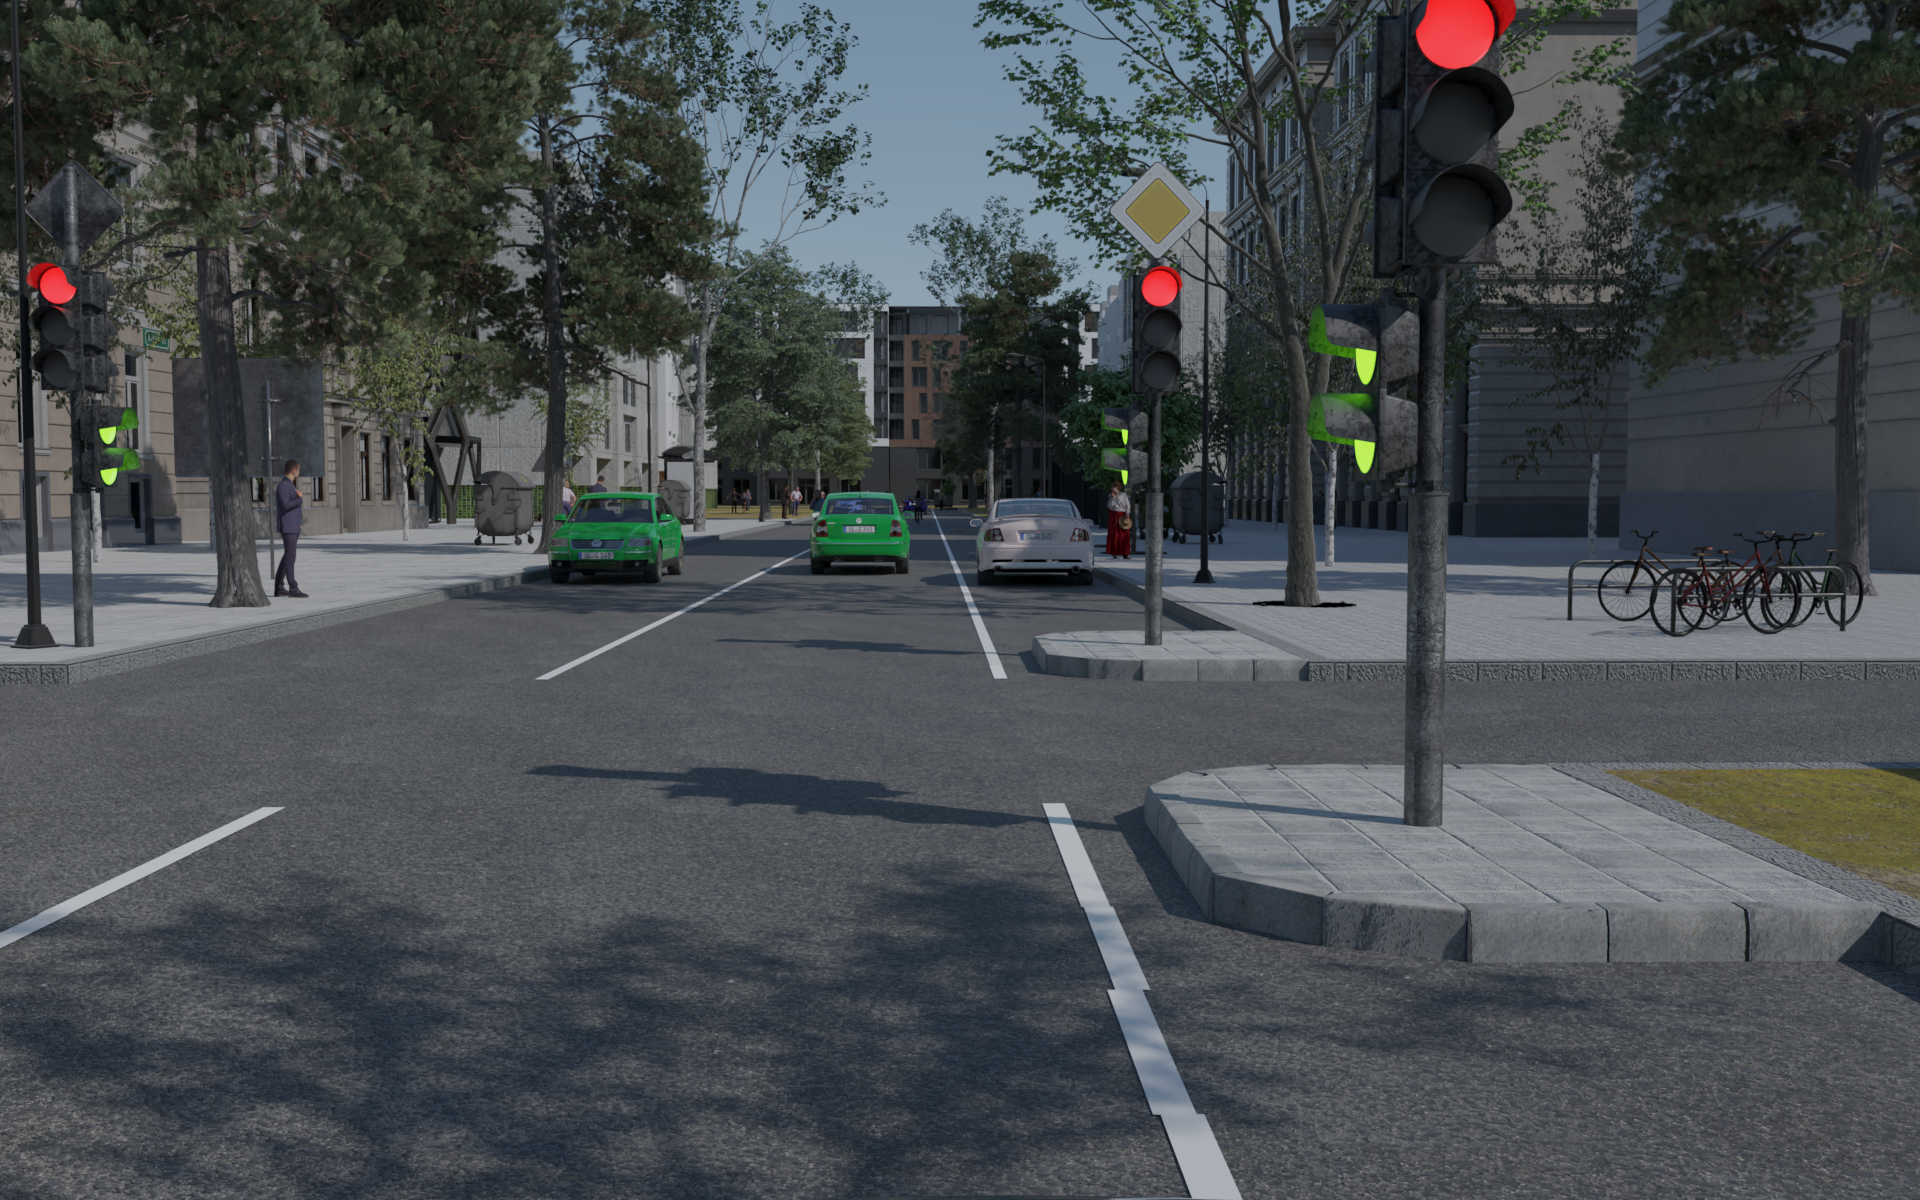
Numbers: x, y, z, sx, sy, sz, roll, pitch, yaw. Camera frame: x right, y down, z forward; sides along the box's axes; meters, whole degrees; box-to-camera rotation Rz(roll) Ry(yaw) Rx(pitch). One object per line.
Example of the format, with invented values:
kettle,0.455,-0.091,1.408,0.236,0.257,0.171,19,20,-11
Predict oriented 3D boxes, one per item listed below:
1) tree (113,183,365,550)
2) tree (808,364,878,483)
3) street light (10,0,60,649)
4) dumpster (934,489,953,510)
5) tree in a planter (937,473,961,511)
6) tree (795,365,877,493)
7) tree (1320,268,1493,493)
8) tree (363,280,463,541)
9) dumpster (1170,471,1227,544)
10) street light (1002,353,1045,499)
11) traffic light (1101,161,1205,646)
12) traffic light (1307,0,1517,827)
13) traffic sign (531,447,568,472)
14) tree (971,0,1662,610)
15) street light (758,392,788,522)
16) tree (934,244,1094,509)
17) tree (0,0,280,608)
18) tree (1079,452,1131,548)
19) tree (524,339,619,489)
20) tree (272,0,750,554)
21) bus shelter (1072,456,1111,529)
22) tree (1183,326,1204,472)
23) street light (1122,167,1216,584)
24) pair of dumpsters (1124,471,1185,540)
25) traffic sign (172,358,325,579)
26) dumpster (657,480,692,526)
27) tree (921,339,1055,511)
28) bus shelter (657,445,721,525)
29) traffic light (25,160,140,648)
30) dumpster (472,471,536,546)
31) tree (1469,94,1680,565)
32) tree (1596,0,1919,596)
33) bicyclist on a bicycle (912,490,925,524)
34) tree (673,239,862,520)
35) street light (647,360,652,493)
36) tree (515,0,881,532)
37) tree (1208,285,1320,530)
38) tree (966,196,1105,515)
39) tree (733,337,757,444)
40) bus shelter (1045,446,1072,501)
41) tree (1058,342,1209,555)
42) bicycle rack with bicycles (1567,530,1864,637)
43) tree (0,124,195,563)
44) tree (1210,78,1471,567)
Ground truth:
tree,-16.841,-5.446,39.402,4.737,8.622,4.395,0,3,0
tree,-11.400,-15.447,159.977,7.806,13.903,7.818,0,3,0
street light,-7.194,-2.555,14.312,1.470,5.913,1.316,0,4,-1
dumpster,-1.509,-9.254,159.521,1.865,1.857,1.264,0,4,-2
tree in a planter,-0.889,-8.940,143.396,1.991,3.239,1.994,0,4,-1
tree,-10.739,-14.061,148.026,7.486,12.596,7.792,0,3,0
tree,11.680,-5.756,44.477,4.737,8.622,4.395,0,3,0
tree,-15.344,-5.919,47.140,4.737,8.622,4.395,0,3,0
dumpster,6.184,-2.395,44.914,1.264,1.857,1.865,0,4,-1
street light,2.225,-5.180,57.228,1.470,5.913,1.316,0,4,-1
traffic light,1.626,-1.552,14.612,0.839,4.213,0.868,0,4,-1
traffic light,1.783,-1.063,6.629,0.839,4.213,0.868,0,4,-1
traffic sign,-9.898,-2.554,41.760,0.884,2.594,0.081,0,4,1
tree,3.986,-5.742,19.631,9.928,11.665,9.643,0,3,0
street light,-8.537,-6.520,79.139,1.470,5.913,1.316,0,4,-1
tree,2.478,-9.360,75.087,6.751,12.117,7.091,0,3,0
tree,-8.503,-6.858,19.552,7.806,13.903,7.818,0,3,0
tree,3.615,-2.897,41.960,1.663,3.219,1.824,0,3,0
tree,-17.276,-7.698,76.230,4.737,8.622,4.395,0,3,0
tree,-8.568,-7.888,36.389,7.806,13.903,7.818,0,3,0
bus shelter,5.510,-4.576,66.106,1.731,3.624,6.357,0,4,-1
tree,10.975,-7.483,72.716,4.737,8.622,4.395,0,3,0
street light,2.982,-3.197,24.816,1.470,5.913,1.316,0,4,-1
pair of dumpsters,5.477,-2.922,50.265,1.574,2.255,4.436,0,4,-1
traffic sign,-10.646,-1.960,25.926,2.265,3.308,0.079,0,4,1
dumpster,-11.730,-3.987,70.950,1.264,1.857,1.865,0,4,-1
tree,2.148,-13.493,130.986,12.009,13.543,11.850,0,3,0
bus shelter,-11.632,-4.946,74.791,2.014,3.302,5.546,0,4,-1
traffic light,-7.334,-1.540,14.420,0.839,4.213,0.868,0,4,-1
dumpster,-11.524,-2.324,43.749,1.264,1.857,1.865,0,4,-1
tree,11.450,-4.961,31.475,4.360,8.622,3.978,0,3,0
tree,11.367,-6.102,21.824,6.751,12.117,7.091,0,3,0
bicyclist on a bicycle,-1.987,-4.433,82.501,1.499,1.676,1.625,0,4,1
tree,-9.671,-10.995,86.417,9.857,13.997,8.962,0,3,0
street light,-7.844,-4.537,46.726,1.470,5.913,1.316,0,4,-1
tree,-8.698,-12.468,59.736,12.611,20.169,13.585,0,3,0
tree,11.109,-6.781,61.224,4.737,8.622,4.395,0,3,0
tree,2.945,-15.420,108.013,12.611,20.169,13.585,0,3,0
tree,-10.715,-11.149,108.049,9.928,11.665,9.643,0,3,0
bus shelter,5.159,-5.659,83.802,1.731,3.624,6.357,0,4,-1
tree,3.737,-3.273,37.235,4.285,4.588,4.351,0,3,0
bicycle rack with bicycles,7.399,-0.206,16.753,2.925,0.926,2.852,-1,4,-10
tree,-16.364,-4.999,32.089,4.360,8.622,3.978,0,3,0
tree,6.557,-4.911,30.659,4.360,8.622,3.978,0,3,0
